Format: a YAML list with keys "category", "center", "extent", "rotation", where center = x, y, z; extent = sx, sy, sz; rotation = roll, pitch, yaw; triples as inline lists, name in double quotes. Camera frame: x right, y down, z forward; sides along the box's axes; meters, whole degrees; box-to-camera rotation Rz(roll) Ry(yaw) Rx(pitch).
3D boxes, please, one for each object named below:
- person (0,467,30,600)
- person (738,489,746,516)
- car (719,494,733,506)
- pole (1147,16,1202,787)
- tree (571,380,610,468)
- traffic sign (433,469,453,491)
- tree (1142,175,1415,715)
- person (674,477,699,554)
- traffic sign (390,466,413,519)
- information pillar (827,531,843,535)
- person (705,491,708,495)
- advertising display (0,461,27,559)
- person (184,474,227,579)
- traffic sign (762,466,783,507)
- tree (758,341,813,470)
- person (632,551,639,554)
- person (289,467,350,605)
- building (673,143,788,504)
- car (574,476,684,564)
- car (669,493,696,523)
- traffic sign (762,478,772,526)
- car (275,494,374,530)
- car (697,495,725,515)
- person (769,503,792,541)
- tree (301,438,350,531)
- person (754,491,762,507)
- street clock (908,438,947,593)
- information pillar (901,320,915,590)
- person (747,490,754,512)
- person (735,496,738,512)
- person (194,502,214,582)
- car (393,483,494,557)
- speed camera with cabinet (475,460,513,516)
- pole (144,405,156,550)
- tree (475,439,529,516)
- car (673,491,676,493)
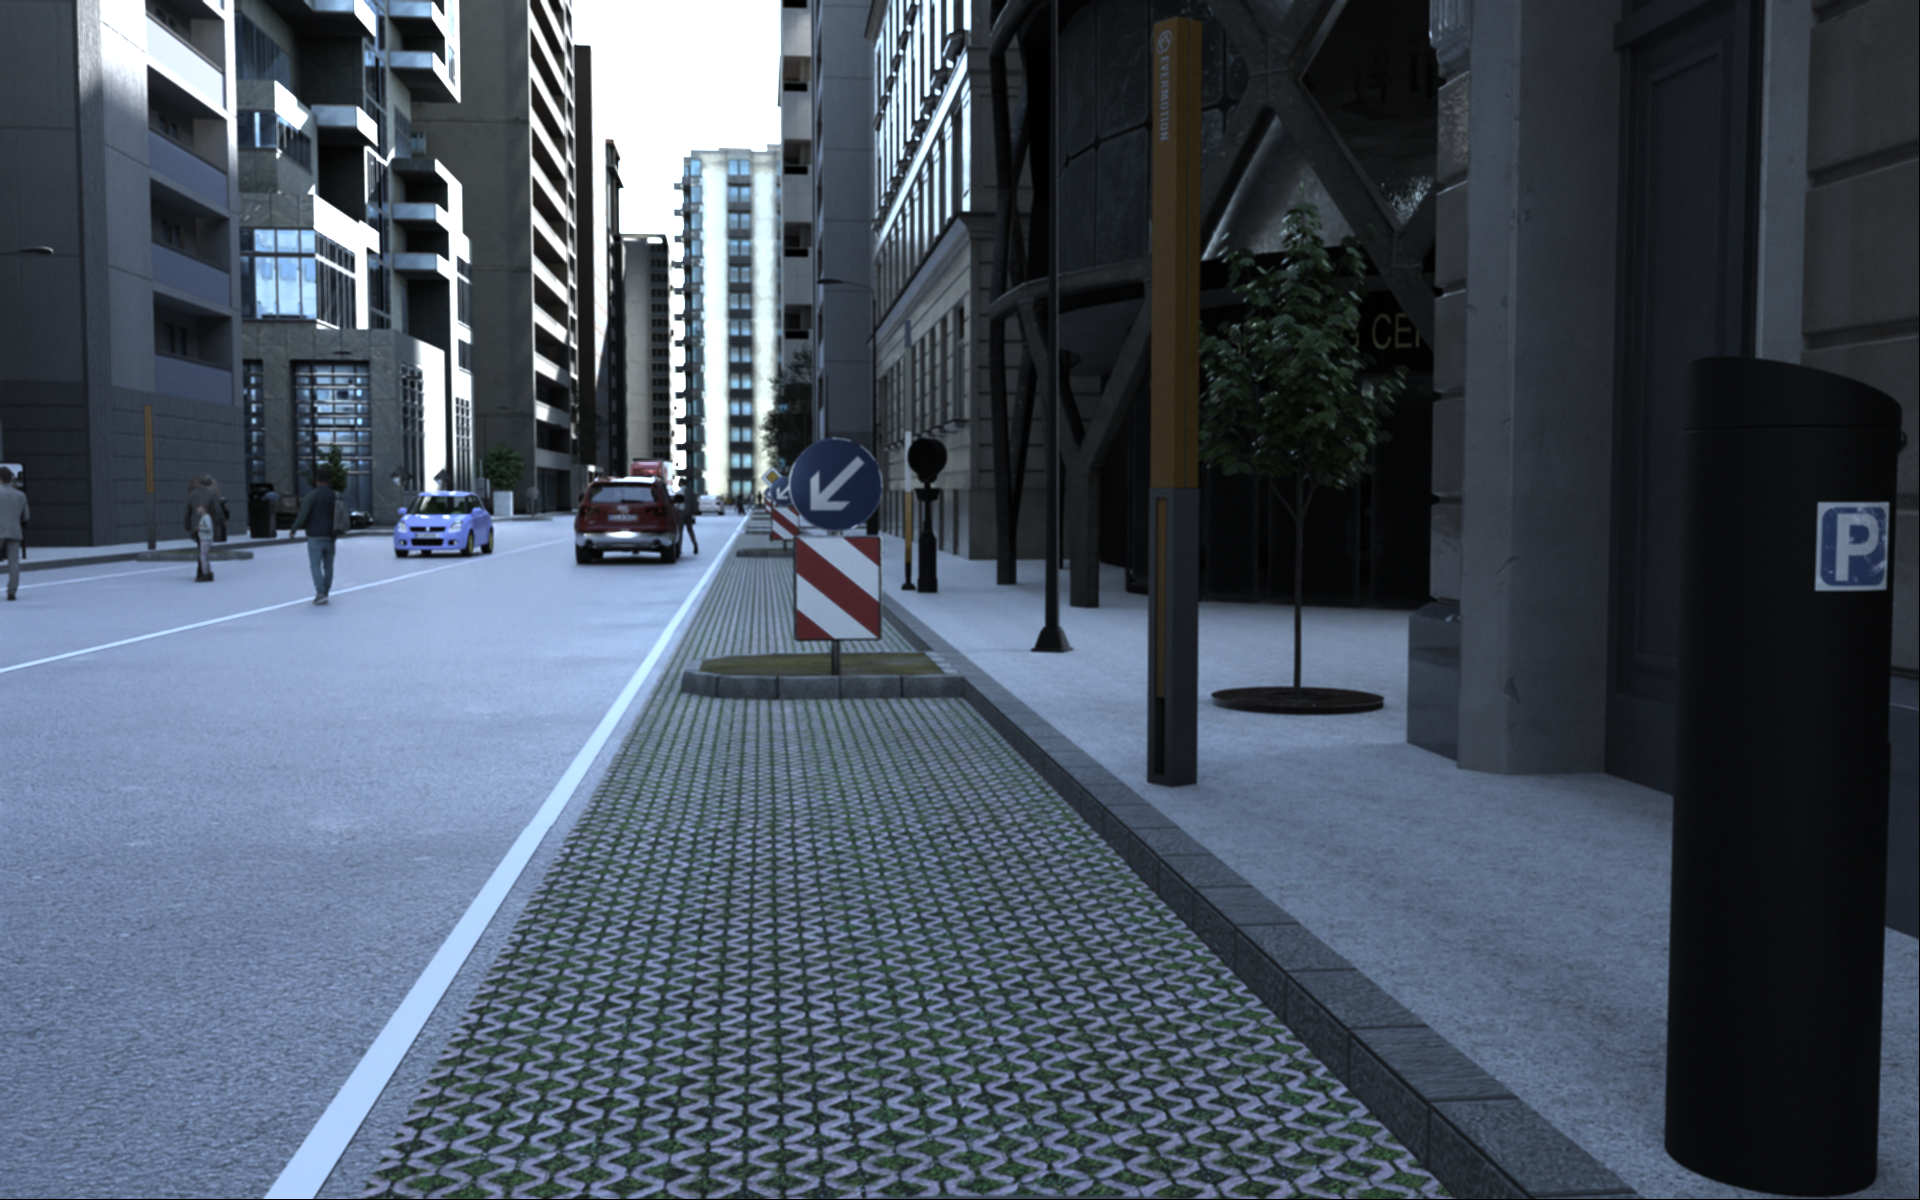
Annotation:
- category: "person"
  center: [-12.956, -0.900, 23.413]
  extent: [0.583, 1.804, 0.606]
  rotation: [2, 4, 31]
- category: "person"
  center: [-14.605, -6.521, 115.544]
  extent: [0.576, 1.772, 0.534]
  rotation: [2, 4, 32]
- category: "car"
  center: [-29.000, -12.457, 213.887]
  extent: [2.015, 1.641, 3.980]
  rotation: [0, 4, -6]
- category: "pole"
  center: [0.940, -0.840, 7.581]
  extent: [0.158, 3.312, 0.155]
  rotation: [0, 3, 0]
- category: "tree"
  center: [-30.834, -12.079, 131.901]
  extent: [8.767, 10.594, 7.601]
  rotation: [0, 4, -8]
- category: "traffic sign"
  center: [-20.429, -3.965, 68.473]
  extent: [0.795, 2.450, 0.064]
  rotation: [0, 4, -7]
- category: "tree"
  center: [2.164, -0.976, 10.561]
  extent: [1.663, 3.219, 1.824]
  rotation: [0, 3, 0]
- category: "person"
  center: [-6.555, -2.011, 41.487]
  extent: [0.679, 1.850, 0.850]
  rotation: [-3, 5, -44]
- category: "traffic sign"
  center: [-19.520, -3.480, 60.539]
  extent: [0.795, 2.450, 0.064]
  rotation: [0, 4, -7]
- category: "information pillar"
  center: [-3.320, -2.536, 45.958]
  extent: [0.304, 2.012, 0.304]
  rotation: [2, 4, 32]
- category: "person"
  center: [-28.237, -11.273, 193.369]
  extent: [0.434, 1.755, 0.990]
  rotation: [-2, 4, -28]
- category: "advertising display"
  center: [-18.848, -1.756, 33.932]
  extent: [0.974, 1.923, 0.123]
  rotation: [-2, 4, -35]
- category: "person"
  center: [-12.839, -1.262, 29.531]
  extent: [0.661, 1.777, 0.834]
  rotation: [0, 4, 1]
- category: "traffic sign"
  center: [-6.707, -3.568, 61.980]
  extent: [0.795, 2.450, 0.064]
  rotation: [0, 4, -7]
- category: "tree"
  center: [-9.155, -10.531, 106.590]
  extent: [7.601, 10.594, 8.767]
  rotation: [-3, 5, -42]
- category: "person"
  center: [-7.868, -2.033, 41.868]
  extent: [0.709, 1.813, 0.853]
  rotation: [-3, 4, -37]
- category: "person"
  center: [-8.331, -0.843, 22.636]
  extent: [0.721, 1.781, 0.623]
  rotation: [2, 4, 31]
- category: "building"
  center: [-23.816, -37.890, 239.115]
  extent: [30.456, 49.044, 23.786]
  rotation: [0, 4, -7]
- category: "car"
  center: [-7.100, -1.750, 37.278]
  extent: [2.281, 1.827, 5.304]
  rotation: [0, 4, -7]
- category: "car"
  center: [-13.693, -4.540, 83.269]
  extent: [2.155, 1.783, 4.494]
  rotation: [0, 4, -5]
- category: "traffic sign"
  center: [-7.616, -4.053, 69.914]
  extent: [0.795, 2.450, 0.064]
  rotation: [0, 4, -7]
- category: "car"
  center: [-23.805, -3.297, 63.698]
  extent: [4.222, 1.686, 2.009]
  rotation: [0, 4, -7]
- category: "car"
  center: [-17.037, -6.454, 117.887]
  extent: [2.083, 1.381, 4.827]
  rotation: [0, 4, -5]
- category: "person"
  center: [-5.351, -2.662, 52.124]
  extent: [0.778, 1.811, 0.616]
  rotation: [-3, 5, -40]
- category: "tree"
  center: [-21.568, -3.984, 59.743]
  extent: [1.663, 3.219, 1.824]
  rotation: [0, 3, 0]
- category: "person"
  center: [-22.186, -11.107, 190.622]
  extent: [0.750, 1.759, 0.617]
  rotation: [-2, 4, -31]
- category: "street clock"
  center: [-0.424, -1.100, 22.549]
  extent: [0.471, 2.002, 0.358]
  rotation: [2, 4, 33]
- category: "information pillar"
  center: [-0.692, -1.943, 23.115]
  extent: [0.183, 3.616, 0.504]
  rotation: [0, 4, -2]
- category: "person"
  center: [-16.860, -7.971, 139.666]
  extent: [0.563, 1.720, 0.643]
  rotation: [-3, 4, -36]
- category: "person"
  center: [-17.712, -7.636, 137.616]
  extent: [0.475, 1.303, 0.640]
  rotation: [2, 4, 28]
- category: "person"
  center: [-12.362, -0.950, 28.313]
  extent: [0.425, 1.301, 0.394]
  rotation: [3, 5, 39]
- category: "car"
  center: [-12.070, -1.894, 40.550]
  extent: [1.945, 1.707, 3.694]
  rotation: [0, 4, -5]
- category: "speed camera with cabinet"
  center: [-26.895, -6.460, 99.964]
  extent: [2.038, 3.252, 0.660]
  rotation: [0, 4, 4]
- category: "pole"
  center: [-18.617, -2.811, 39.809]
  extent: [0.158, 3.312, 0.155]
  rotation: [0, 3, 0]
- category: "tree"
  center: [-27.474, -7.361, 104.058]
  extent: [4.285, 4.588, 4.351]
  rotation: [0, 3, 0]
- category: "car"
  center: [-33.084, -11.864, 202.649]
  extent: [2.281, 1.827, 5.304]
  rotation: [0, 4, -6]
